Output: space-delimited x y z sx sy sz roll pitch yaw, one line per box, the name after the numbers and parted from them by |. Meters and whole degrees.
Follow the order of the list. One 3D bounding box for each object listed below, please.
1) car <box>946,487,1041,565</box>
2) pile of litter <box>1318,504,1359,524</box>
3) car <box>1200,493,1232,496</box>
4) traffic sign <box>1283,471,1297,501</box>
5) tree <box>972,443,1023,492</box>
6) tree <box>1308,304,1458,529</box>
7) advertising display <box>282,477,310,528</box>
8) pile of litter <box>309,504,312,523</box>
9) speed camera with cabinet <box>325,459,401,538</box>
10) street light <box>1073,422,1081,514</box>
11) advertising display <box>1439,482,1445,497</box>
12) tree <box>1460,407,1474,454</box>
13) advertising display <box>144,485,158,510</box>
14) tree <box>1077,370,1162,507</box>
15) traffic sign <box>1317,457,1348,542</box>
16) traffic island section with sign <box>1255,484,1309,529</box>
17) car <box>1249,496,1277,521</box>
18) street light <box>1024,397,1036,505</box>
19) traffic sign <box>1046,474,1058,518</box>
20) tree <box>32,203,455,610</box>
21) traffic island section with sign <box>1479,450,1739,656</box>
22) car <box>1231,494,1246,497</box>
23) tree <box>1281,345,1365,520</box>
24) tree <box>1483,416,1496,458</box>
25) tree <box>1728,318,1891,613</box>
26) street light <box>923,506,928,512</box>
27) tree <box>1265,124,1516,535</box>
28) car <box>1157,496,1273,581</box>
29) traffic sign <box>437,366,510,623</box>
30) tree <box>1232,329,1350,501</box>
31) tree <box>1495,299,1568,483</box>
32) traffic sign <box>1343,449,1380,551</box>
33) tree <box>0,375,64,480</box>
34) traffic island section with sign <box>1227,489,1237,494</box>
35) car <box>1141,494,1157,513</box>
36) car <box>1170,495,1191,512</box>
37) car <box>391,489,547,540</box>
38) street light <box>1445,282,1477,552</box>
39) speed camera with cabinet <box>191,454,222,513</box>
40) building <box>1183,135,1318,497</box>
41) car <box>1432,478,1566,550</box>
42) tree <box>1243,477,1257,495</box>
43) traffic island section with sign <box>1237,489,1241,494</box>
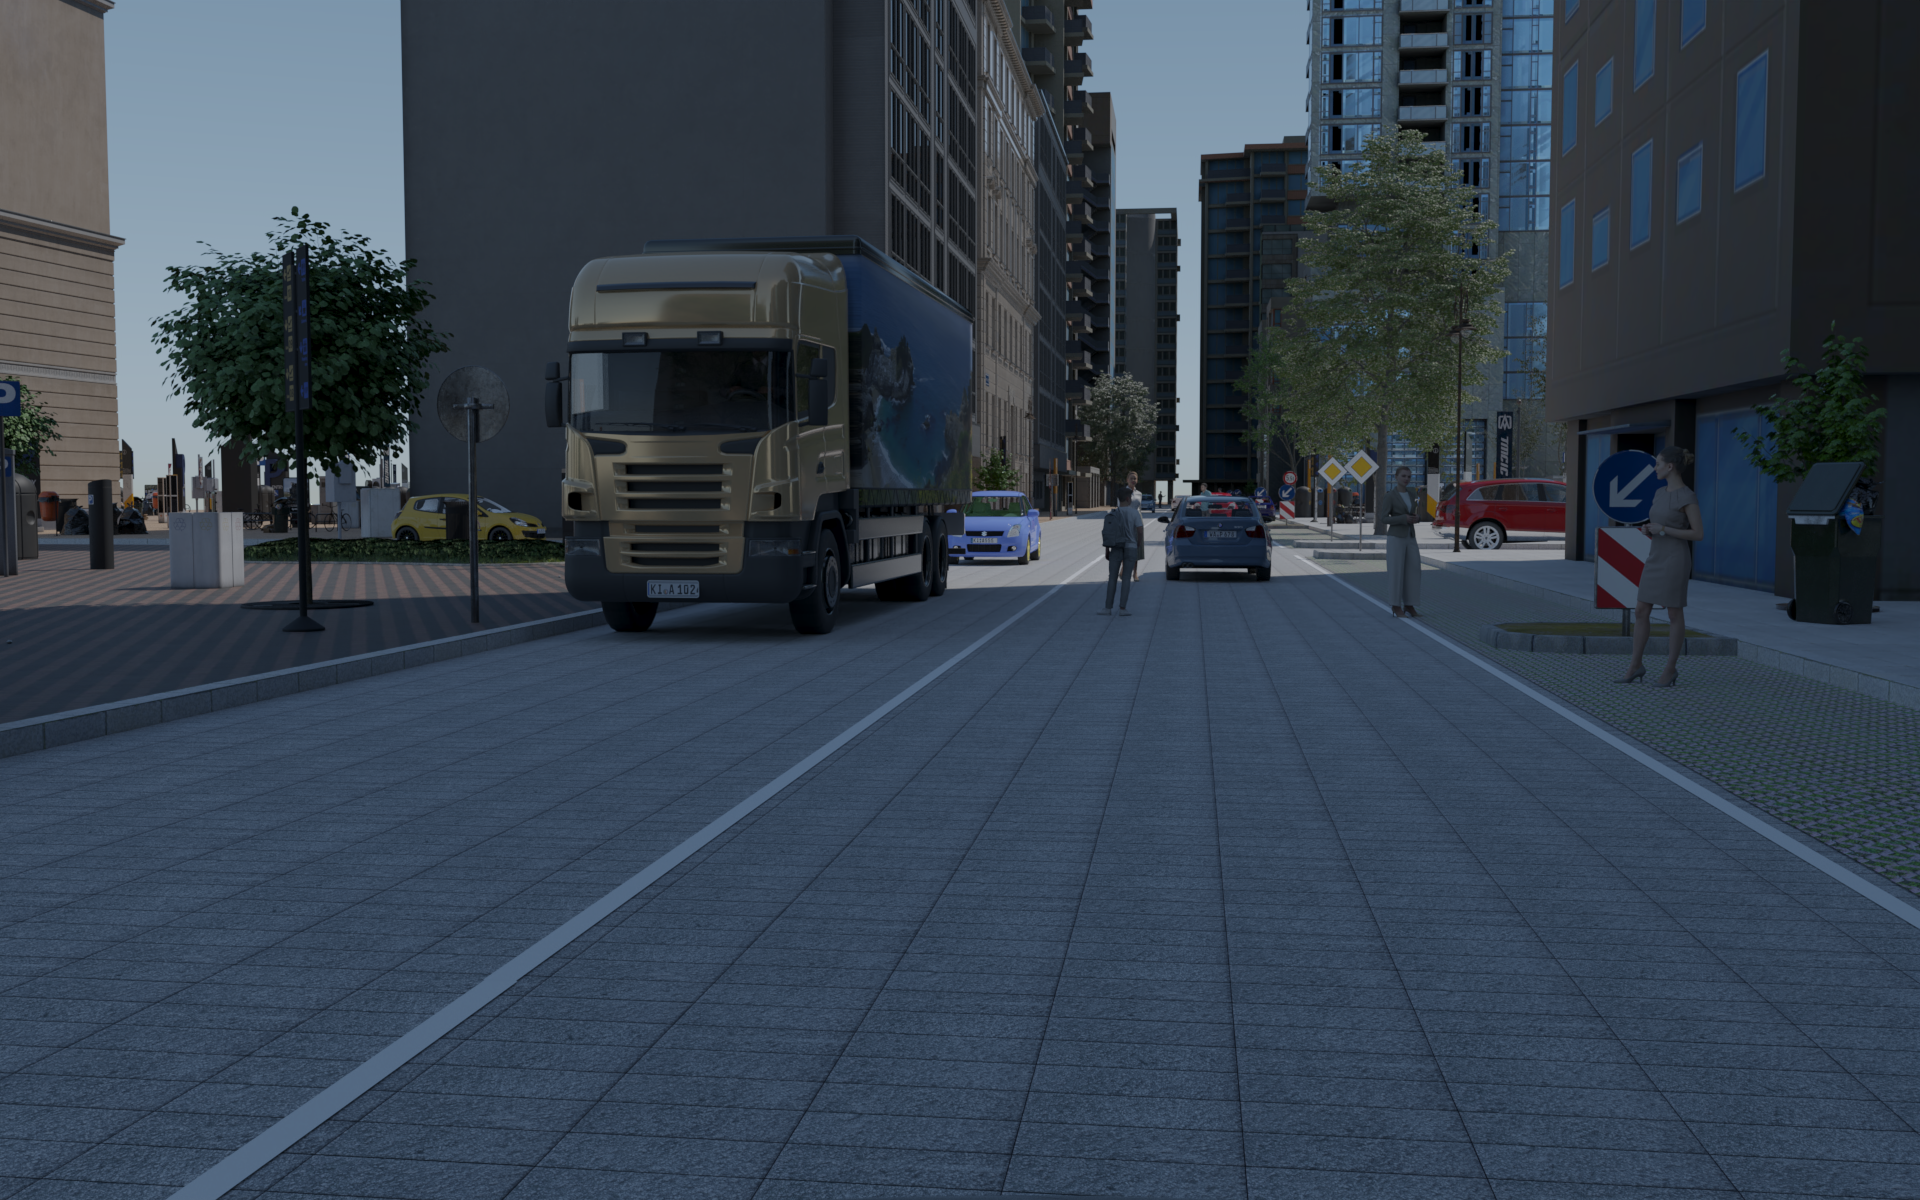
0.731 -1.634 36.309 1.945 1.707 3.694 0 4 8 | car
16.332 -3.715 74.699 1.719 0.858 1.176 1 4 21 | pile of litter
10.415 -3.763 70.559 2.155 1.783 4.494 1 4 9 | car
18.403 -5.902 96.596 0.768 2.556 0.104 1 4 12 | traffic sign
1.281 -4.352 65.749 1.663 3.219 1.824 0 3 0 | tree
15.016 -6.909 63.329 4.737 8.622 4.395 0 3 0 | tree
-25.273 -3.716 65.970 0.974 1.923 0.123 -1 4 -9 | advertising display
-29.254 -3.941 78.401 1.719 0.858 1.176 2 4 28 | pile of litter
-17.300 -3.416 50.194 0.660 3.252 2.038 3 5 44 | speed camera with cabinet
7.512 -8.506 111.856 0.468 5.910 1.993 0 4 8 | street light
26.280 -5.537 95.742 0.974 1.923 0.123 1 4 15 | advertising display
27.767 -9.230 101.266 4.737 8.622 4.395 0 3 0 | tree
-54.800 -6.864 117.434 0.974 1.923 0.123 0 4 8 | advertising display
15.907 -16.611 178.239 9.857 13.997 8.962 0 3 0 | tree
10.024 -2.631 46.662 0.795 2.450 0.064 0 4 8 | traffic sign
13.379 -3.855 71.664 1.989 1.847 2.006 0 4 8 | traffic island section with sign
15.903 -4.867 92.161 1.945 1.354 3.894 1 4 9 | car
3.265 -6.614 80.934 0.468 5.910 1.993 0 4 8 | street light
4.696 -5.277 88.403 0.606 2.300 0.079 1 4 17 | traffic sign
-7.434 -2.208 19.808 4.285 4.588 4.351 0 3 0 | tree
5.998 -0.469 16.292 1.989 1.847 2.006 0 4 8 | traffic island section with sign
21.705 -7.688 135.489 2.009 1.686 4.222 0 4 8 | car
17.459 -8.179 84.081 4.360 8.622 3.978 0 3 0 | tree
37.248 -10.092 115.371 4.360 8.622 3.978 0 3 0 | tree
9.683 -1.502 19.154 1.663 3.219 1.824 0 3 0 | tree
-0.978 -4.634 48.560 0.468 5.910 1.993 0 4 8 | street light
13.519 -8.286 53.607 7.486 12.596 7.792 0 3 0 | tree
4.427 -1.100 29.991 2.014 1.417 4.499 0 4 6 | car
-4.840 -1.046 17.209 0.768 2.556 0.104 1 4 9 | traffic sign
20.766 -11.139 107.872 9.928 11.665 9.643 0 3 0 | tree
21.759 -6.797 61.485 4.360 8.622 3.978 0 3 0 | tree
8.969 -2.147 38.747 0.795 2.450 0.064 0 4 8 | traffic sign
-22.750 -3.464 40.349 4.285 4.588 4.351 0 3 0 | tree
27.107 -10.153 174.624 1.989 1.847 2.006 0 4 8 | traffic island section with sign
14.096 -7.394 132.887 2.014 1.417 4.499 0 4 6 | car
18.407 -7.998 143.126 2.083 1.381 4.827 0 4 8 | car
-12.953 -2.177 45.822 3.980 1.641 2.015 1 4 9 | car
10.947 -3.988 37.990 0.468 5.910 1.993 0 4 8 | street light
-37.221 -5.633 86.428 2.038 3.252 0.660 -2 4 -30 | speed camera with cabinet
42.296 -34.233 214.326 28.867 44.769 22.147 0 4 8 | building
14.180 -2.034 41.933 5.304 1.827 2.281 1 4 10 | car
33.058 -12.415 197.589 1.663 3.219 1.824 0 3 0 | tree
16.941 -5.490 98.384 1.989 1.847 2.006 0 4 8 | traffic island section with sign
